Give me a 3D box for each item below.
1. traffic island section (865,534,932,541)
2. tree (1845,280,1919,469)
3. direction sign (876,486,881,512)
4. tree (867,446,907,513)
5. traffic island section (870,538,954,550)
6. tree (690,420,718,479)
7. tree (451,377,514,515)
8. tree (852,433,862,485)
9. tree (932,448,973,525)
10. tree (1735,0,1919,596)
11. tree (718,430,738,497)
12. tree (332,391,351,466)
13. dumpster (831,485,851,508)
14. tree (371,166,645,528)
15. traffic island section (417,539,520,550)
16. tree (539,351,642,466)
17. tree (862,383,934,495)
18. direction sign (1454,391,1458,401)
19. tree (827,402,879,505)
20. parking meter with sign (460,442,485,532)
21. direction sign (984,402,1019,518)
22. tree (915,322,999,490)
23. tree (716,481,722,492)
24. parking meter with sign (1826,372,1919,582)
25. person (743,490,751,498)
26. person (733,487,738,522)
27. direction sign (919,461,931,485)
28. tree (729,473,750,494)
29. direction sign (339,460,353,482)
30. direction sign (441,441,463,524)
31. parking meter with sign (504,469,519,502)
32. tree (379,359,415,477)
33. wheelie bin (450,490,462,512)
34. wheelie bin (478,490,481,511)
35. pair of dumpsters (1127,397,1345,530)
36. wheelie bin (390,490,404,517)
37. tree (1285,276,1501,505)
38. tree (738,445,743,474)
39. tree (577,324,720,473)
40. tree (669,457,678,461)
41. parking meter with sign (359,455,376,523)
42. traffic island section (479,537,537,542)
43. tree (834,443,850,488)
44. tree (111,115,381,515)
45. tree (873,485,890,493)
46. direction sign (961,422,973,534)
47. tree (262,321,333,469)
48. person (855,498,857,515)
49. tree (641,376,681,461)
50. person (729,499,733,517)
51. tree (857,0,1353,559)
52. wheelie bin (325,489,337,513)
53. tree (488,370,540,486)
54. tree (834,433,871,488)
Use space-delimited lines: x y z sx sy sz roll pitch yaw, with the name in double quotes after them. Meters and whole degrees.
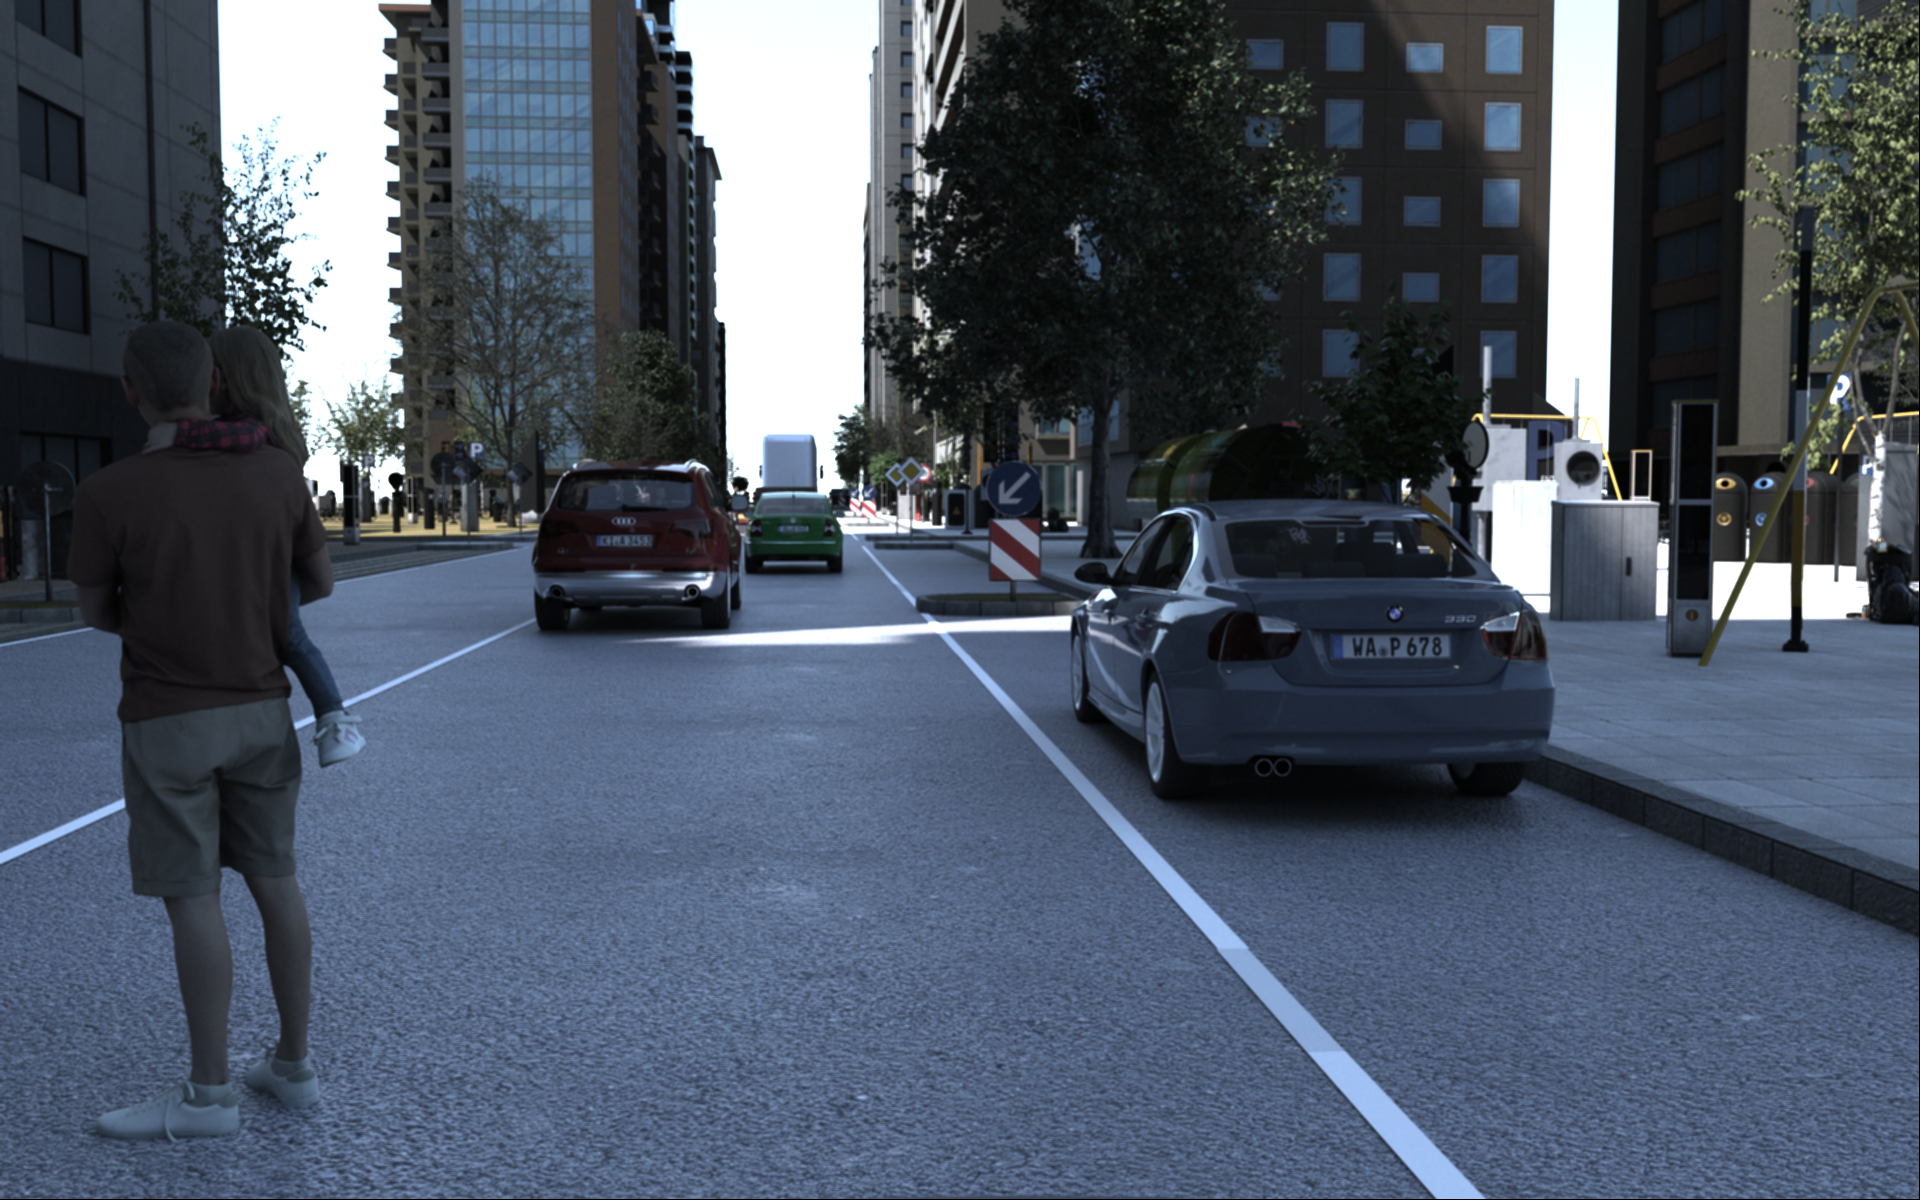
-1.944 -1.946 54.104 2.009 0.180 2.903 0 4 -5 "traffic island section"
25.015 -5.711 43.743 4.360 8.622 3.978 0 3 0 "tree"
-5.948 -8.222 126.428 0.379 3.537 0.876 3 5 43 "direction sign"
-4.635 -8.165 117.219 4.285 4.588 4.351 0 3 0 "tree"
-1.278 -1.460 46.147 2.009 0.180 2.903 0 4 -5 "traffic island section"
-24.962 -12.753 158.878 4.360 8.622 3.978 0 3 0 "tree"
-29.479 -9.569 106.813 4.737 8.622 4.395 0 3 0 "tree"
-5.987 -11.432 137.278 4.360 8.622 3.978 0 3 0 "tree"
-0.248 -4.769 72.567 1.663 3.219 1.824 0 3 0 "tree"
11.744 -4.367 21.760 4.737 8.622 4.395 0 3 0 "tree"
-26.516 -14.246 183.277 4.360 8.622 3.978 0 3 0 "tree"
-41.091 -9.633 107.860 4.360 8.622 3.978 0 3 0 "tree"
-11.403 -9.844 165.904 1.985 2.255 1.502 0 4 -4 "dumpster"
-17.359 -9.522 66.050 12.009 13.543 11.850 0 3 0 "tree"
-12.829 -1.401 45.188 2.009 0.180 2.903 0 4 -5 "traffic island section"
-18.557 -8.375 87.299 4.360 8.622 3.978 0 3 0 "tree"
-3.097 -9.714 109.182 4.360 8.622 3.978 0 3 0 "tree"
10.521 -2.811 37.952 0.876 3.537 0.379 -2 4 -24 "direction sign"
-12.413 -17.986 212.194 7.486 12.596 7.792 0 3 0 "tree"
-16.621 -3.826 58.816 0.543 3.016 1.738 -2 4 -30 "parking meter with sign"
1.011 -3.102 42.722 0.876 3.537 0.379 1 4 14 "direction sign"
-0.078 -7.095 66.358 4.737 8.622 4.395 0 3 0 "tree"
-28.811 -12.700 202.247 1.663 3.219 1.824 0 3 0 "tree"
13.529 -1.770 25.205 1.738 3.016 0.543 -1 4 -11 "parking meter with sign"
-22.322 -10.494 180.037 1.348 1.831 0.705 -2 4 -27 "person"
-11.808 -4.924 89.218 0.699 1.804 1.509 3 4 36 "person"
-2.399 -7.770 119.038 0.876 3.537 0.379 1 4 19 "direction sign"
-33.967 -17.336 267.160 4.285 4.588 4.351 0 3 0 "tree"
-41.169 -7.600 116.251 0.876 3.537 0.379 -1 4 -16 "direction sign"
-21.826 -5.048 74.535 0.876 3.537 0.379 -1 4 -15 "direction sign"
-30.097 -7.435 117.829 1.738 3.016 0.543 2 4 24 "parking meter with sign"
-30.882 -8.478 88.984 4.737 8.622 4.395 0 3 0 "tree"
-36.254 -7.157 124.932 0.693 1.594 0.980 2 4 31 "wheelie bin"
-35.222 -7.244 126.339 0.980 1.594 0.693 -1 4 -13 "wheelie bin"
3.036 -1.035 19.423 1.574 2.255 4.437 0 4 -5 "pair of dumpsters"
-31.093 -5.376 95.803 0.693 1.594 0.980 -2 4 -30 "wheelie bin"
3.889 -1.280 15.536 1.663 3.219 1.824 0 3 0 "tree"
-32.256 -17.800 241.388 4.360 8.622 3.978 0 3 0 "tree"
-21.026 -12.220 116.813 9.611 12.733 9.660 0 3 0 "tree"
-23.845 -9.823 144.315 4.285 4.588 4.351 0 3 0 "tree"
-26.974 -5.031 78.511 0.543 3.016 1.738 -2 4 -33 "parking meter with sign"
-13.495 -1.888 53.146 2.009 0.180 2.903 0 4 -5 "traffic island section"
-14.571 -17.116 230.206 4.360 8.622 3.978 0 3 0 "tree"
-14.161 -5.107 33.868 4.737 8.622 4.395 0 3 0 "tree"
-6.513 -9.166 144.468 1.663 3.219 1.824 0 3 0 "tree"
0.230 -3.861 55.129 0.379 3.537 0.876 1 4 12 "direction sign"
-30.312 -7.600 74.625 4.360 8.622 3.978 0 3 0 "tree"
-7.012 -6.307 115.895 0.425 1.301 0.394 1 4 13 "person"
-19.878 -9.576 106.924 4.360 8.622 3.978 0 3 0 "tree"
-8.699 -3.190 65.340 0.352 1.250 0.332 -3 4 -36 "person"
2.837 -7.179 34.389 9.611 12.733 9.660 0 3 0 "tree"
-43.353 -6.810 119.250 0.980 1.594 0.693 3 4 36 "wheelie bin"
-23.237 -8.911 96.054 4.360 8.622 3.978 0 3 0 "tree"
-12.255 -15.289 200.338 4.737 8.622 4.395 0 3 0 "tree"
